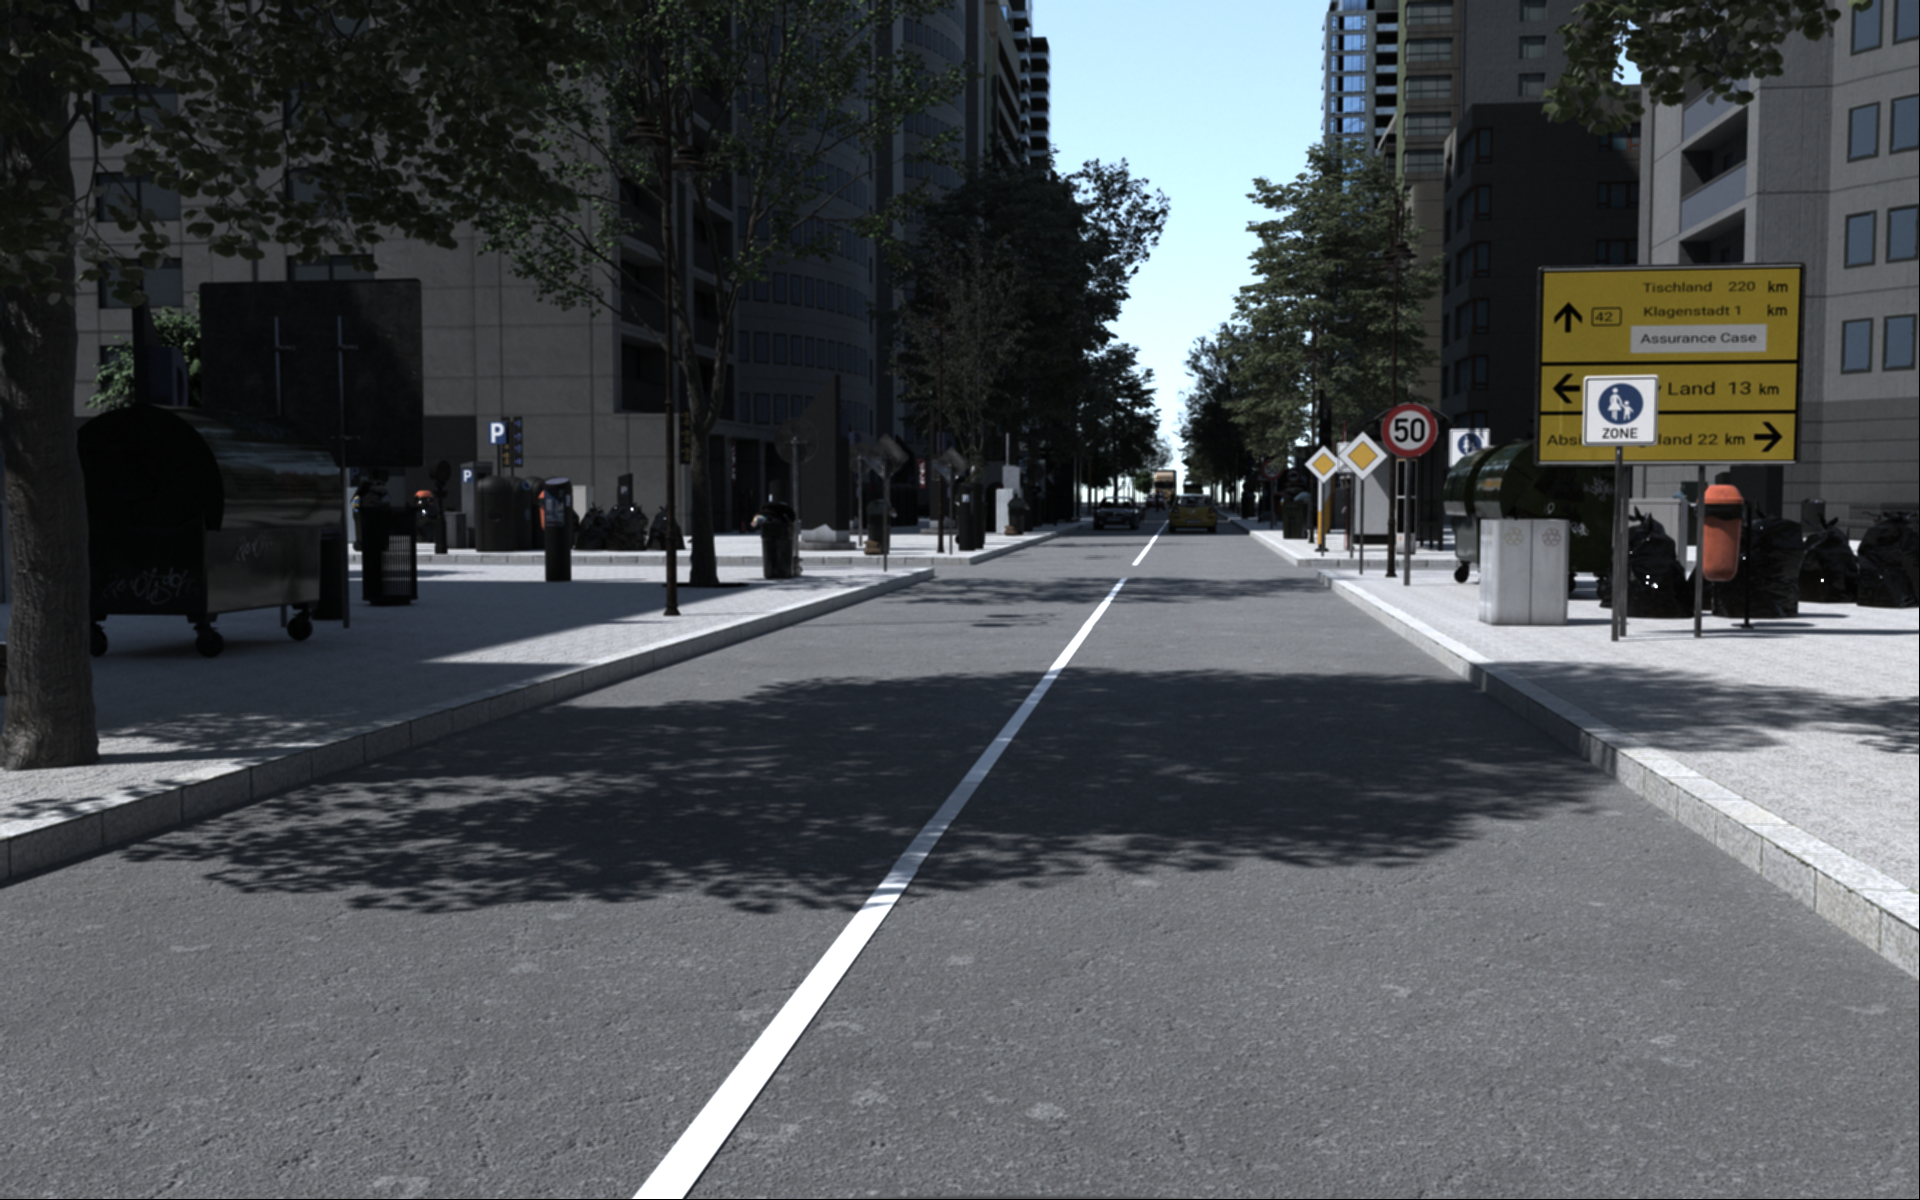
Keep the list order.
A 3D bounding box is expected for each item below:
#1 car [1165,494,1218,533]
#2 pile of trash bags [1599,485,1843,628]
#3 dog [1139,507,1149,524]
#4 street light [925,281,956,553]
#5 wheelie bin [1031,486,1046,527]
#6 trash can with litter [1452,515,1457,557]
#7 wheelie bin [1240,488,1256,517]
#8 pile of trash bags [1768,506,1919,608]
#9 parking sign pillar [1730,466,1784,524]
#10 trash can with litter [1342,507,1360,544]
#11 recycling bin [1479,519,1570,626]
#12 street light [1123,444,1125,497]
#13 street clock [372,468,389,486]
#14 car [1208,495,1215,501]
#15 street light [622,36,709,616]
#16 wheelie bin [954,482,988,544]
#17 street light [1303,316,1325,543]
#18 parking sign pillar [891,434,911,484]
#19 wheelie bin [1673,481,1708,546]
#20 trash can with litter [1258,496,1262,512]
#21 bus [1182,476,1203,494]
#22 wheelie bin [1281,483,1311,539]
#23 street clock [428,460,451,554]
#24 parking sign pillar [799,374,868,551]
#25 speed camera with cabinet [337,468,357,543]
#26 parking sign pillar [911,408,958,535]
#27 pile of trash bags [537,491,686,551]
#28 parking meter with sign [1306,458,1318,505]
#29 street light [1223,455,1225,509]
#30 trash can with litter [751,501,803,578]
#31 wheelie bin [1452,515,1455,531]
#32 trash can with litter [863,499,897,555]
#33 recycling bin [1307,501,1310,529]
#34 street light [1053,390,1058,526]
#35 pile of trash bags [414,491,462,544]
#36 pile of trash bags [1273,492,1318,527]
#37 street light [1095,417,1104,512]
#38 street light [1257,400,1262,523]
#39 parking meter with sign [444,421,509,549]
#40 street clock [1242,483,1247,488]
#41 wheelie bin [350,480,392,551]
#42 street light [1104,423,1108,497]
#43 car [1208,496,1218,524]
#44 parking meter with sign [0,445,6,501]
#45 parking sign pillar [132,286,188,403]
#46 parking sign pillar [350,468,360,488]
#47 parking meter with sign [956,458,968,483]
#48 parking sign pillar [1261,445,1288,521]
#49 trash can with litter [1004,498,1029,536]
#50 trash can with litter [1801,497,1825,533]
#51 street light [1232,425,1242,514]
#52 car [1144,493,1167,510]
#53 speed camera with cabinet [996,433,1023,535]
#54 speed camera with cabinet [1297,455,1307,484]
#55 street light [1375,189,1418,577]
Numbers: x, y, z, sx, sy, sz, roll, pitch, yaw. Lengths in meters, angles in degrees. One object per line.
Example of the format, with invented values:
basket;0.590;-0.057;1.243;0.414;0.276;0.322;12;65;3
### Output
car;8.694;-3.347;64.939;2.015;1.641;3.980;0;4;6
pile of trash bags;7.757;-0.506;18.026;1.912;1.369;3.447;1;4;17
dog;8.723;-4.107;83.994;0.513;0.831;0.800;-2;4;-24
street light;-0.422;-3.973;37.747;0.468;5.910;1.993;0;4;7
wheelie bin;2.898;-3.691;68.254;0.980;1.594;0.693;1;4;16
trash can with litter;10.388;-1.430;34.768;0.624;1.170;1.055;-2;4;-27
wheelie bin;16.091;-5.434;96.749;0.693;1.594;0.980;-3;5;-42
pile of trash bags;11.743;-0.651;20.395;3.447;1.369;1.912;0;4;-5
parking sign pillar;17.688;-3.057;38.461;1.447;3.967;1.447;-1;4;-11
trash can with litter;10.432;-2.036;44.681;1.055;1.170;0.624;-1;4;-14
recycling bin;5.580;-0.282;17.158;0.722;1.027;0.722;0;4;6
street light;13.735;-10.530;144.950;0.468;5.910;1.993;0;4;7
street clock;-13.964;-2.275;41.766;0.358;2.002;0.471;-3;5;-44
car;18.032;-7.186;129.498;2.014;1.417;4.499;0;4;8
street light;-3.046;-2.774;18.139;0.468;5.910;1.993;0;4;7
wheelie bin;0.279;-2.235;44.446;0.980;1.594;0.693;3;4;38
street light;9.218;-4.431;45.227;0.468;5.910;1.993;0;4;7
parking sign pillar;-2.575;-5.459;77.719;1.447;3.967;1.447;-3;4;-38
wheelie bin;18.224;-2.153;43.114;0.980;1.594;0.693;0;4;1
trash can with litter;19.445;-6.013;109.699;1.055;1.170;0.624;-1;4;-15
bus;32.104;-15.123;238.802;2.896;3.916;12.252;0;4;7
wheelie bin;9.591;-2.540;49.443;0.980;1.594;0.693;2;4;28
street clock;-11.101;-1.984;37.002;0.358;2.002;0.471;1;4;22
parking sign pillar;-3.098;-3.132;39.685;1.447;3.967;1.447;-3;5;-43
speed camera with cabinet;-16.345;-3.152;45.876;0.660;3.252;2.038;-2;4;-31
parking sign pillar;-0.539;-4.051;54.708;1.447;3.967;1.447;1;4;20
pile of trash bags;-8.013;-1.799;39.159;1.912;1.369;3.447;3;5;42
parking meter with sign;18.335;-5.669;88.947;1.738;3.016;0.543;1;4;18
street light;23.400;-11.029;153.111;0.468;5.910;1.993;0;4;7
trash can with litter;-2.780;-0.930;26.588;0.624;1.170;1.055;1;4;8
wheelie bin;17.367;-3.176;59.829;0.980;1.594;0.693;1;4;16
trash can with litter;-1.710;-1.549;36.711;0.624;1.170;1.055;0;4;6
recycling bin;12.599;-3.154;64.128;0.722;1.027;0.722;2;4;29
street light;3.887;-5.974;70.455;0.468;5.910;1.993;0;4;7
pile of trash bags;-13.677;-2.220;46.048;1.912;1.369;3.447;-3;5;-41
pile of trash bags;13.732;-3.586;68.375;1.912;1.369;3.447;-3;5;-41
street light;8.075;-7.926;102.378;0.468;5.910;1.993;0;4;7
street light;13.449;-6.411;77.609;0.468;5.910;1.993;0;4;7
parking meter with sign;-11.450;-2.735;40.979;0.543;3.016;1.738;2;4;25
street clock;17.862;-6.331;108.081;0.471;2.002;0.358;0;4;-7
wheelie bin;-13.192;-1.898;38.933;0.693;1.594;0.980;1;4;21
street light;9.417;-8.570;112.909;0.468;5.910;1.993;0;4;7
car;11.529;-4.355;83.781;1.945;1.354;3.894;0;4;6
parking meter with sign;-32.107;-3.686;56.533;0.543;3.016;1.738;1;4;13
parking sign pillar;-10.681;-2.124;23.204;1.447;3.967;1.447;-1;4;-14
parking sign pillar;-37.816;-7.186;105.970;1.447;3.967;1.447;-2;4;-33
parking meter with sign;-0.154;-4.774;74.323;0.543;3.016;1.738;3;5;42
parking sign pillar;14.972;-5.743;82.368;1.447;3.967;1.447;-2;4;-34
trash can with litter;1.743;-2.592;53.764;0.624;1.170;1.055;1;4;16
trash can with litter;20.451;-1.919;42.438;2.233;1.210;1.678;1;4;20
street light;17.632;-8.364;109.542;0.468;5.910;1.993;0;4;7
car;17.884;-9.128;158.284;2.155;1.783;4.494;1;4;8
speed camera with cabinet;1.606;-3.738;55.459;0.660;3.252;2.038;1;4;11
speed camera with cabinet;16.407;-5.674;87.110;2.038;3.252;0.660;1;4;14
street light;6.669;-3.292;26.612;0.468;5.910;1.993;0;4;7
